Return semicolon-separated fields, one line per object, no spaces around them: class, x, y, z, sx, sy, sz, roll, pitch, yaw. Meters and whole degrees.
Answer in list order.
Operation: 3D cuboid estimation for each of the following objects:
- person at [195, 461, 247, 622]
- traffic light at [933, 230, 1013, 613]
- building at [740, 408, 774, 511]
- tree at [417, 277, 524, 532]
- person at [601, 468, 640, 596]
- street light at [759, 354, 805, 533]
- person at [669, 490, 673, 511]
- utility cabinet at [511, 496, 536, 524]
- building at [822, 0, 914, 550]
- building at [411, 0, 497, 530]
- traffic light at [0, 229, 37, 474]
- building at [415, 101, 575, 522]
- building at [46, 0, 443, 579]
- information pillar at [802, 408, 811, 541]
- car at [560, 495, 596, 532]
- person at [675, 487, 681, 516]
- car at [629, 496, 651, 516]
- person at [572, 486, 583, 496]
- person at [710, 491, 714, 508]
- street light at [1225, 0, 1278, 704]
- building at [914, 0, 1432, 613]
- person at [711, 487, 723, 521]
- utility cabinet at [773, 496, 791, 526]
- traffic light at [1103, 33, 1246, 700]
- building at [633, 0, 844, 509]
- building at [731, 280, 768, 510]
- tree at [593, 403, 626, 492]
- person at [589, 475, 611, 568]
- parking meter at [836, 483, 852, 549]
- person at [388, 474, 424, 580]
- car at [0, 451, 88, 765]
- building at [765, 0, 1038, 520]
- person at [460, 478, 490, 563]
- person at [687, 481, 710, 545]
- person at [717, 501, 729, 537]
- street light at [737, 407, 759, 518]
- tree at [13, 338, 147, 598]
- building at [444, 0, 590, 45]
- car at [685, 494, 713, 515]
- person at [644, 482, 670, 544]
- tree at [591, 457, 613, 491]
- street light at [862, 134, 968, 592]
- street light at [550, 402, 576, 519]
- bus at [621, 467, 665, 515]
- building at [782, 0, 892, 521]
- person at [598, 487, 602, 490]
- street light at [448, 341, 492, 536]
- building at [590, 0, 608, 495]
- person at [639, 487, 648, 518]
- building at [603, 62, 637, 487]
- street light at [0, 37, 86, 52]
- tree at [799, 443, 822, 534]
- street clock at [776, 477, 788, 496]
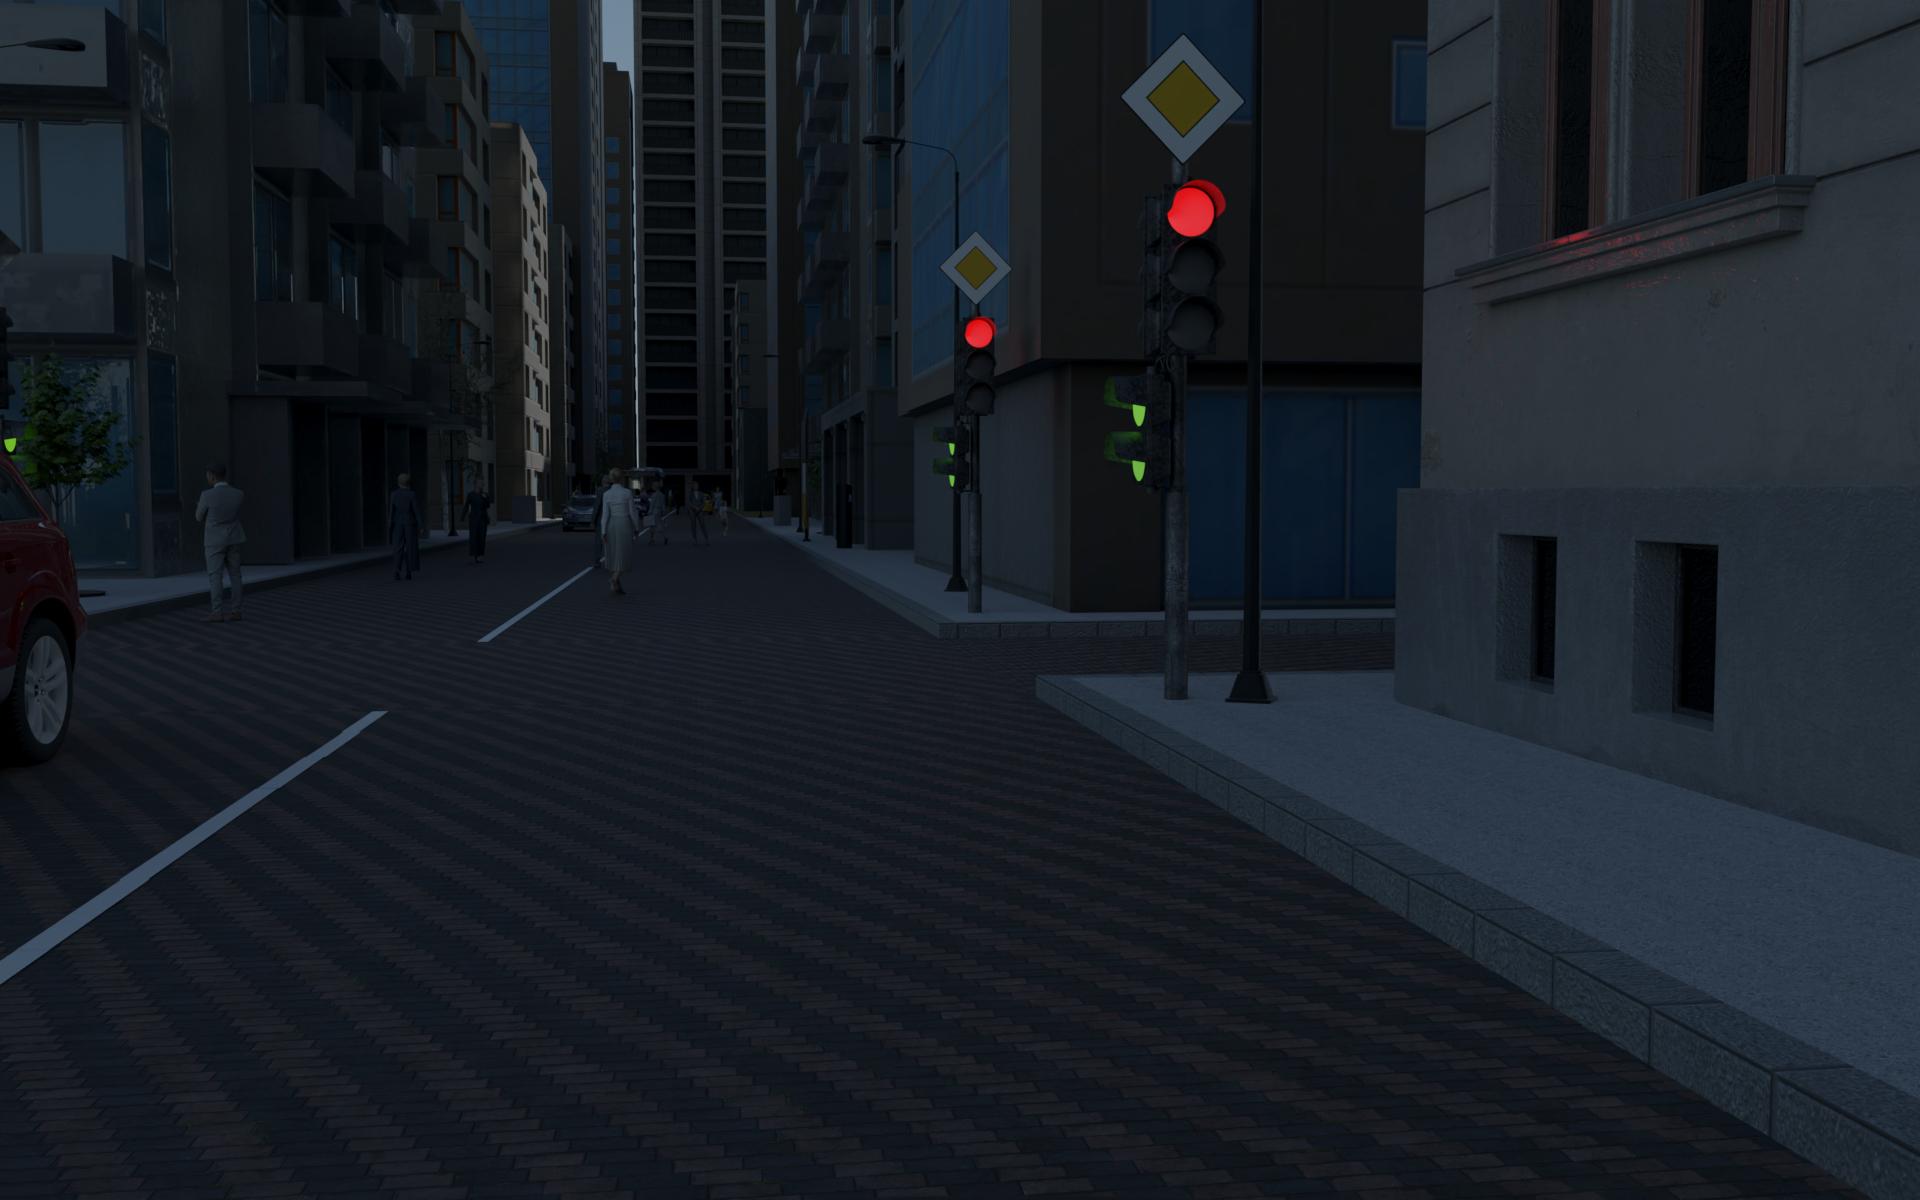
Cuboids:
person;-8.355;-0.663;19.524;0.466;1.800;0.511;1;4;23
traffic light;0.143;-1.817;18.633;0.839;4.253;0.868;-1;4;-9
building;-4.331;-49.588;123.432;22.319;86.520;31.000;-1;4;-9
tree;-17.145;-6.598;58.233;4.360;8.622;3.978;0;3;0
person;-4.830;-0.961;24.445;0.478;1.798;0.641;1;4;16
street light;-5.858;-5.203;57.611;1.470;5.913;1.316;-1;4;-9
person;-23.732;-8.163;142.692;0.721;1.736;1.217;-1;4;-10
utility cabinet;-18.984;-3.930;75.424;1.020;1.237;0.306;1;4;11
building;7.300;-37.011;43.389;20.563;71.187;20.611;-1;4;-9
building;-33.306;-13.961;73.299;27.650;21.520;28.899;-1;4;-9
traffic light;-9.655;-1.726;17.144;0.839;4.253;0.868;-1;4;-9
building;-38.258;-15.815;103.615;27.650;21.520;28.899;-1;4;-9
building;-23.546;-25.461;35.894;23.786;49.044;30.456;-1;4;-9
information pillar;-4.170;-3.392;46.815;0.183;3.616;0.504;0;4;5
car;-14.593;-3.418;67.881;2.014;1.417;4.499;-1;4;-9
person;-18.378;-6.420;113.098;0.705;1.869;1.348;0;4;-5
car;-18.594;-5.312;99.425;1.945;1.354;3.894;0;4;-7
person;-18.432;-4.590;83.653;0.679;1.850;0.850;2;4;24
person;-23.866;-9.629;166.481;0.434;1.755;0.990;1;4;18
street light;1.273;-2.321;10.496;1.470;5.913;1.316;-1;4;-9
building;6.836;-22.914;24.749;14.200;45.320;14.600;-1;4;-9
person;-12.679;-5.009;90.487;0.616;1.811;0.778;0;4;3
utility cabinet;-7.231;-3.629;70.503;0.306;1.237;1.020;1;4;22
traffic light;1.334;-1.334;10.737;0.839;4.253;0.868;-1;4;-9
building;-23.963;-45.670;184.951;20.611;71.187;20.563;-1;4;-9
building;-6.416;-19.029;156.168;27.650;21.520;28.899;-1;4;-9
tree;-28.732;-11.465;137.820;4.360;8.622;3.978;0;3;0
person;-6.949;-1.535;33.769;0.590;1.801;0.661;3;5;43
parking meter;-2.733;-1.988;40.917;0.372;1.533;0.369;0;3;0
person;-9.261;-1.224;28.940;0.576;1.772;0.534;-1;4;-20
car;-5.678;0.064;7.633;2.281;1.827;5.304;0;4;-7
building;-4.131;-27.589;101.193;14.600;45.320;14.200;-1;4;-9
person;-10.136;-1.674;36.284;0.534;1.772;0.576;3;4;37
person;-7.329;-2.429;48.493;0.520;1.790;0.573;-2;4;-35
person;-7.950;-2.706;57.758;0.505;1.210;0.382;2;4;31
street light;-11.163;-7.322;92.252;1.470;5.913;1.316;-1;4;-9
tree;-11.309;-1.646;21.513;1.663;3.219;1.824;0;3;0
building;-34.069;-29.062;125.270;14.600;45.320;14.200;-1;4;-9
car;-17.974;-6.694;119.667;2.015;1.641;3.980;-1;4;-10
person;-8.612;-2.469;49.226;0.624;1.780;0.694;3;5;40
tree;-30.014;-9.725;142.717;4.285;4.588;4.351;0;3;0
street light;-0.576;-3.062;22.609;1.470;5.913;1.316;-1;4;-9
street light;-20.058;-7.030;87.487;1.470;5.913;1.316;-1;4;-9
bus;-21.408;-7.476;117.090;2.948;3.499;13.247;0;4;-8
building;4.243;-28.003;77.453;23.786;49.044;30.456;-1;4;-9
person;-18.731;-4.999;90.465;0.641;1.798;0.478;-2;4;-23
street light;-14.848;-4.887;52.451;1.470;5.913;1.316;-1;4;-9
building;-42.595;-43.773;153.936;20.611;71.187;20.563;-1;4;-9
person;-19.268;-5.897;104.778;0.709;1.838;0.599;2;4;33
building;-40.986;-32.366;179.301;14.200;45.320;14.600;-1;4;-9
street light;-9.599;-2.762;17.706;1.470;5.913;1.316;-1;4;-9
tree;-4.151;-3.764;56.144;1.663;3.219;1.824;0;3;0
street clock;-7.556;-4.223;73.609;0.471;2.002;0.358;-3;5;-40
